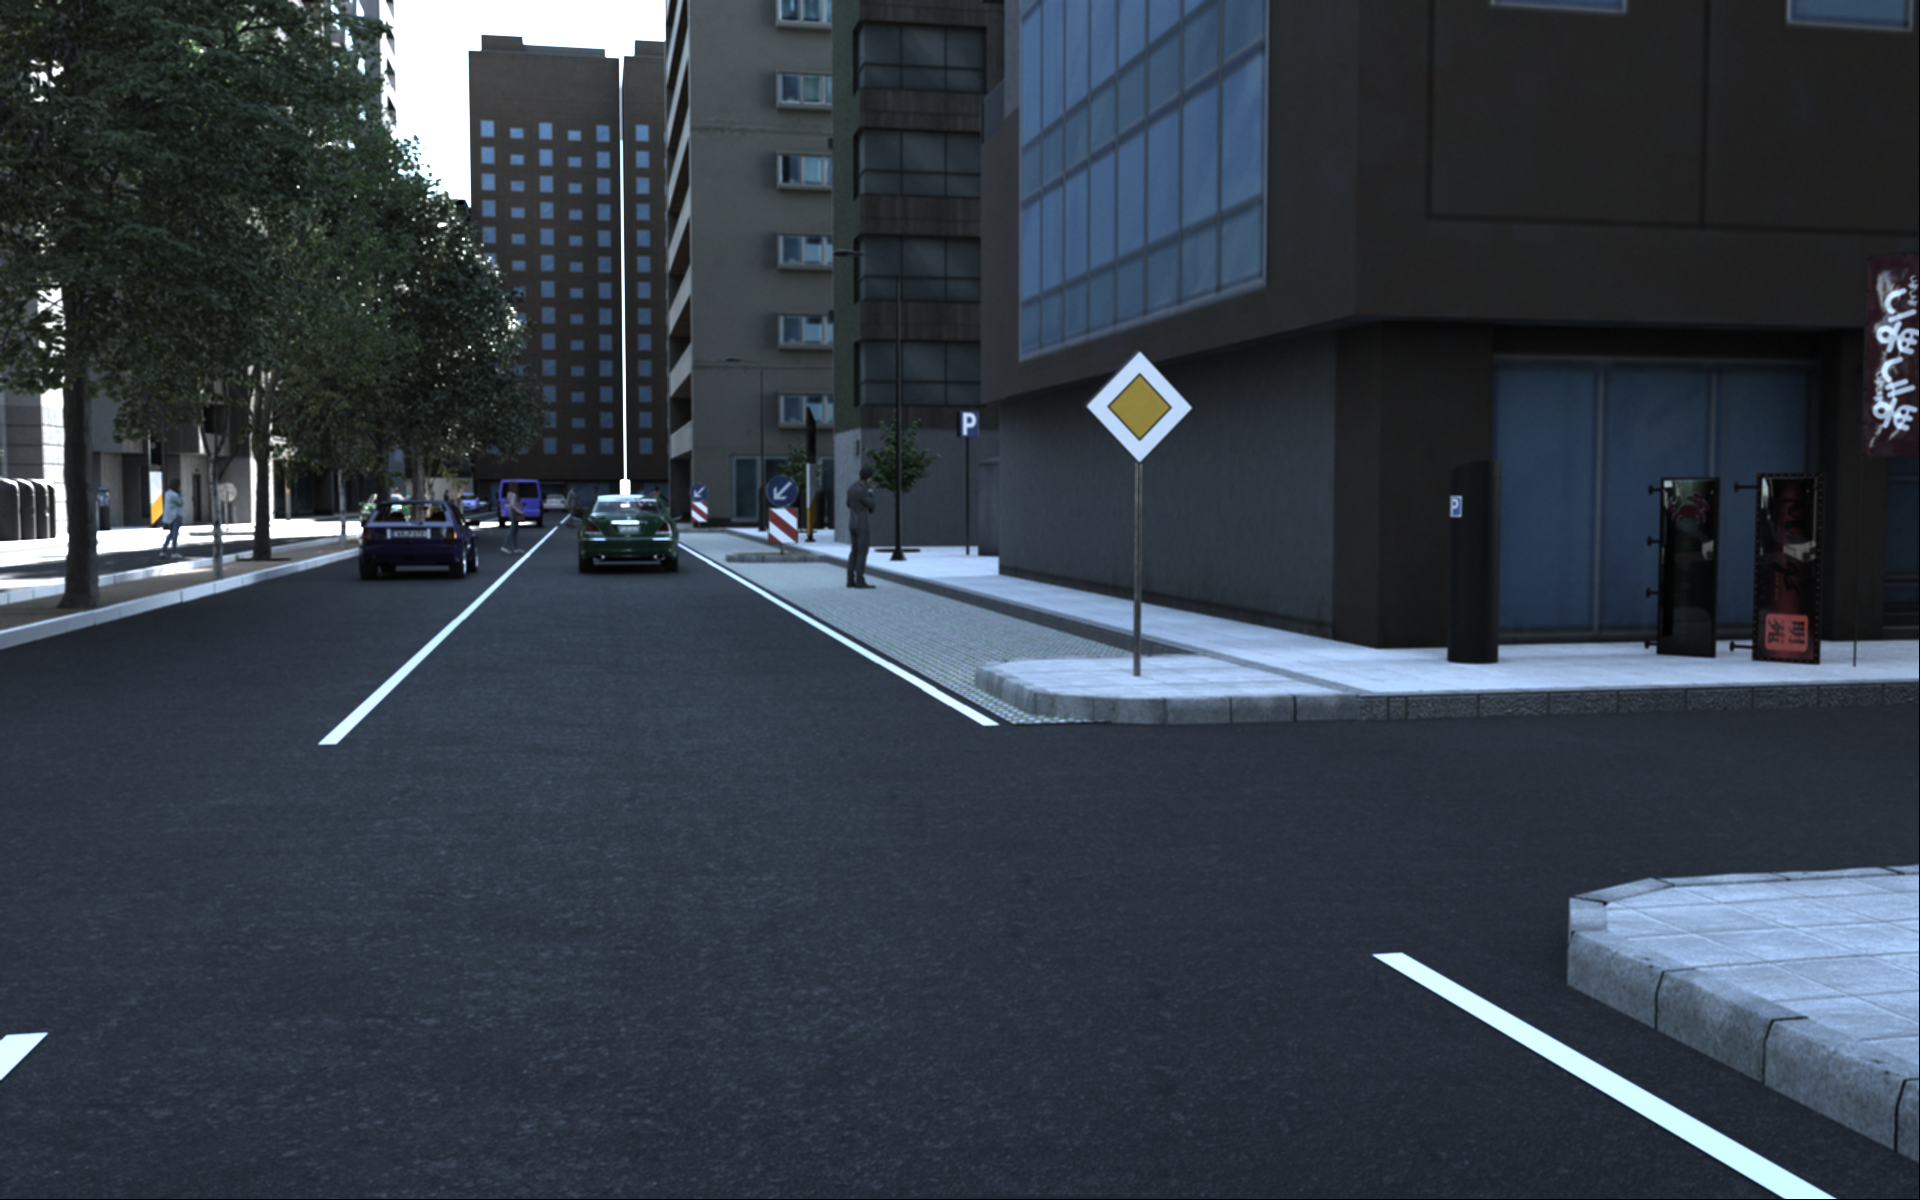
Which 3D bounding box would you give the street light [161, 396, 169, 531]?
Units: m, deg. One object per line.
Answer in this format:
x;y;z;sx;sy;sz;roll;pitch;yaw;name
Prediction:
-27.365;-5.401;60.841;1.470;5.913;1.316;-1;4;-12;street light

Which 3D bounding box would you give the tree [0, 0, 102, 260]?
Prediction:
-9.970;-3.829;15.430;4.360;8.622;3.978;0;3;0;tree

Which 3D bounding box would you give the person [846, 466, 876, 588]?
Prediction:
-1.474;-1.100;26.287;0.447;1.846;0.655;-2;4;-30;person

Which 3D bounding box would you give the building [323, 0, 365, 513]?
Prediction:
-52.207;-30.321;115.352;23.786;49.044;30.456;-1;4;-12;building

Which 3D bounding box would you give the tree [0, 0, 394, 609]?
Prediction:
-11.196;-6.186;21.722;7.486;12.596;7.792;0;3;0;tree

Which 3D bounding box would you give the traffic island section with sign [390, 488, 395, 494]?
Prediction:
-35.686;-6.122;108.716;1.989;1.847;2.006;-1;4;-12;traffic island section with sign

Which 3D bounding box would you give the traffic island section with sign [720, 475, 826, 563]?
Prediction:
-3.953;-1.720;36.756;1.989;1.847;2.006;-1;4;-12;traffic island section with sign

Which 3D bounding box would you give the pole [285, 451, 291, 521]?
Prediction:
-31.951;-5.411;82.313;0.158;3.312;0.155;0;3;0;pole

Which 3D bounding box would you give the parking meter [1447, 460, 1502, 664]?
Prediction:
3.926;-0.294;13.222;0.372;1.533;0.369;0;3;0;parking meter

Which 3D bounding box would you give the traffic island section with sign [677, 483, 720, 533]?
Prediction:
-9.866;-3.417;64.499;1.989;1.847;2.006;-1;4;-12;traffic island section with sign

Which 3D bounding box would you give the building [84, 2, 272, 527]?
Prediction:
-36.722;-18.223;69.653;14.160;30.474;14.107;-1;4;-12;building

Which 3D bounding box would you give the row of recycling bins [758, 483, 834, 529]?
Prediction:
-5.728;-3.445;63.432;3.534;1.692;1.069;1;4;15;row of recycling bins

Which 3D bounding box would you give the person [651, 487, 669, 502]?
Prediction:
-15.597;-4.932;89.234;1.348;1.812;0.705;0;4;8;person

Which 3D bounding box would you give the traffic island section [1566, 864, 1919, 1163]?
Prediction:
2.928;1.092;4.423;2.009;0.180;2.903;-1;4;-12;traffic island section

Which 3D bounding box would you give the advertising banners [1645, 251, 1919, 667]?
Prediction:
6.271;-1.036;13.129;2.074;3.025;0.090;3;5;44;advertising banners

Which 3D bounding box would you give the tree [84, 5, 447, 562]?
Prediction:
-14.801;-6.630;36.616;9.928;11.665;9.643;0;3;0;tree

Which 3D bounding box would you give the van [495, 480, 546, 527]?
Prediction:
-19.438;-4.418;76.619;2.240;2.365;5.245;-1;4;-14;van

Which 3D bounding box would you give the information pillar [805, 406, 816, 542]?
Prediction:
-4.003;-3.375;46.540;0.183;3.616;0.504;1;4;17;information pillar

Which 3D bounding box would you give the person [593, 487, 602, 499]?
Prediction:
-16.802;-4.368;80.261;0.721;1.781;0.623;-2;4;-27;person

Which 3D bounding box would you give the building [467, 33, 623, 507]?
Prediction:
-41.133;-32.008;173.434;14.200;45.320;14.600;-1;4;-12;building

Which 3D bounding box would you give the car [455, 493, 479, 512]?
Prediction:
-39.687;-7.945;139.490;1.945;1.707;3.694;-1;4;-12;car

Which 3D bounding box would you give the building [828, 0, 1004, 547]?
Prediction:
3.044;-16.977;49.284;14.160;30.474;14.107;-1;4;-12;building

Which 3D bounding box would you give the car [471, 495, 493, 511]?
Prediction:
-40.738;-8.255;147.548;1.945;1.354;3.894;-1;4;-13;car

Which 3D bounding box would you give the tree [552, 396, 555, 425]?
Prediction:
-19.500;-8.719;62.026;9.611;12.733;9.660;0;3;0;tree

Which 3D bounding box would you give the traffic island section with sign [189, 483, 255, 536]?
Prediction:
-25.233;-3.113;59.527;1.989;1.847;2.006;-1;4;-12;traffic island section with sign

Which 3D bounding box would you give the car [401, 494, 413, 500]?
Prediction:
-38.174;-6.753;119.215;1.959;1.807;4.718;-1;4;-13;car

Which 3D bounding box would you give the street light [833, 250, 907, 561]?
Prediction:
-1.722;-3.709;33.181;1.470;5.913;1.316;-1;4;-12;street light

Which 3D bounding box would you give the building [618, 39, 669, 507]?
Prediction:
-26.770;-32.130;175.437;14.200;45.320;14.600;-1;4;-12;building

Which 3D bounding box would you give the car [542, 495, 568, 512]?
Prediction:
-32.212;-7.678;137.902;2.083;1.381;4.827;-1;4;-10;car

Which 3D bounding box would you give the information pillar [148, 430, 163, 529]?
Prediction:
-29.598;-4.425;63.711;0.183;3.616;0.504;2;4;26;information pillar

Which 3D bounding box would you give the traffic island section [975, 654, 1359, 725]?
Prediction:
1.267;0.614;12.234;2.009;0.180;2.903;-1;4;-12;traffic island section

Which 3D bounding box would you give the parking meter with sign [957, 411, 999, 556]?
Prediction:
0.730;-2.422;35.856;0.543;3.016;1.738;-3;5;-43;parking meter with sign

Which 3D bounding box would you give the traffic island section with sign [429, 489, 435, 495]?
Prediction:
-41.374;-7.757;135.450;1.989;1.847;2.006;-1;4;-12;traffic island section with sign

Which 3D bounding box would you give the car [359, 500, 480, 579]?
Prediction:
-9.534;-1.106;30.665;1.945;1.354;3.894;-1;4;-11;car

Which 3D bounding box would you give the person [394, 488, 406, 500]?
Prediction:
-28.679;-4.825;88.109;1.217;1.743;0.721;-1;4;-10;person

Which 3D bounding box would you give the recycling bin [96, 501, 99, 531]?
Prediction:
-30.537;-2.971;61.131;0.722;1.027;0.722;-1;4;-17;recycling bin

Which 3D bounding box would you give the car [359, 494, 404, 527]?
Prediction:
-25.747;-4.028;77.660;2.131;1.459;4.920;-1;4;-12;car

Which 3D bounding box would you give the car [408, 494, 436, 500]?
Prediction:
-31.352;-5.544;100.865;2.015;1.641;3.980;-1;4;-10;car

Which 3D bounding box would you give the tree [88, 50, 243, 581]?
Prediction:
-12.107;-4.598;27.996;4.737;8.622;4.395;0;3;0;tree

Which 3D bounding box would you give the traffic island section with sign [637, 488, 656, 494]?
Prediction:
-25.566;-7.936;138.380;1.989;1.847;2.006;-1;4;-12;traffic island section with sign

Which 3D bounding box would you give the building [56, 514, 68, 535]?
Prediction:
-36.115;-30.408;39.172;21.231;58.520;28.212;-1;4;-12;building

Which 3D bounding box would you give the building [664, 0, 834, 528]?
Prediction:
-1.848;-27.701;76.620;21.300;48.544;21.600;-1;4;-12;building

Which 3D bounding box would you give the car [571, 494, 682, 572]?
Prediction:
-6.386;-1.314;33.280;2.131;1.459;4.920;-1;4;-11;car

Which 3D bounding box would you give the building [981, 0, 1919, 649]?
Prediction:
8.648;-22.669;20.745;14.200;45.320;14.600;-1;4;-12;building

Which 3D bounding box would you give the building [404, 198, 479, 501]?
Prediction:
-54.768;-24.359;169.966;14.107;30.474;14.160;-1;4;-12;building

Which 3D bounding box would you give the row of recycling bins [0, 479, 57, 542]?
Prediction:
-26.120;-2.518;48.276;1.069;1.692;3.534;-1;4;-9;row of recycling bins

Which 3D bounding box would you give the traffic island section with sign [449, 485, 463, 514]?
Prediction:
-24.274;-4.597;83.290;2.006;1.907;1.989;-1;4;-12;traffic island section with sign

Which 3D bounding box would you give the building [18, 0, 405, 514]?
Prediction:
-60.807;-36.637;141.014;28.212;58.520;21.231;-1;4;-12;building

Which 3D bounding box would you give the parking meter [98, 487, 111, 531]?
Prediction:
-29.666;-3.157;60.030;0.372;1.533;0.369;0;3;0;parking meter

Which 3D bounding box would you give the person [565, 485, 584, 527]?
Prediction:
-16.631;-4.026;74.443;0.853;1.813;0.709;1;4;12;person

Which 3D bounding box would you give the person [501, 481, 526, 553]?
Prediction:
-10.861;-2.012;41.984;0.643;1.750;0.593;-2;4;-29;person

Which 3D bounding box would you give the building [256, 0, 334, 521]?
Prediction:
-45.840;-28.529;90.158;21.300;48.544;21.600;-1;4;-12;building

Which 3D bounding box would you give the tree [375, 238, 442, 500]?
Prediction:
-15.994;-5.620;44.713;4.737;8.622;4.395;0;3;0;tree

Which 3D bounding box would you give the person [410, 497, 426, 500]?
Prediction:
-29.349;-5.199;94.030;1.217;1.766;0.721;-3;5;-41;person

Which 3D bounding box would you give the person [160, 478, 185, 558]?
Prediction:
-17.728;-1.847;38.955;0.793;1.790;0.793;1;4;10;person

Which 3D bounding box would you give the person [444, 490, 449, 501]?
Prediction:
-33.281;-6.288;112.231;0.530;1.710;0.541;-1;4;-15;person

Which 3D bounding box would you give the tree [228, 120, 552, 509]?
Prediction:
-17.567;-8.131;52.413;9.611;12.733;9.660;0;3;0;tree

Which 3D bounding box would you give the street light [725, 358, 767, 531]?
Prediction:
-7.309;-5.306;59.302;1.470;5.913;1.316;-1;4;-12;street light
